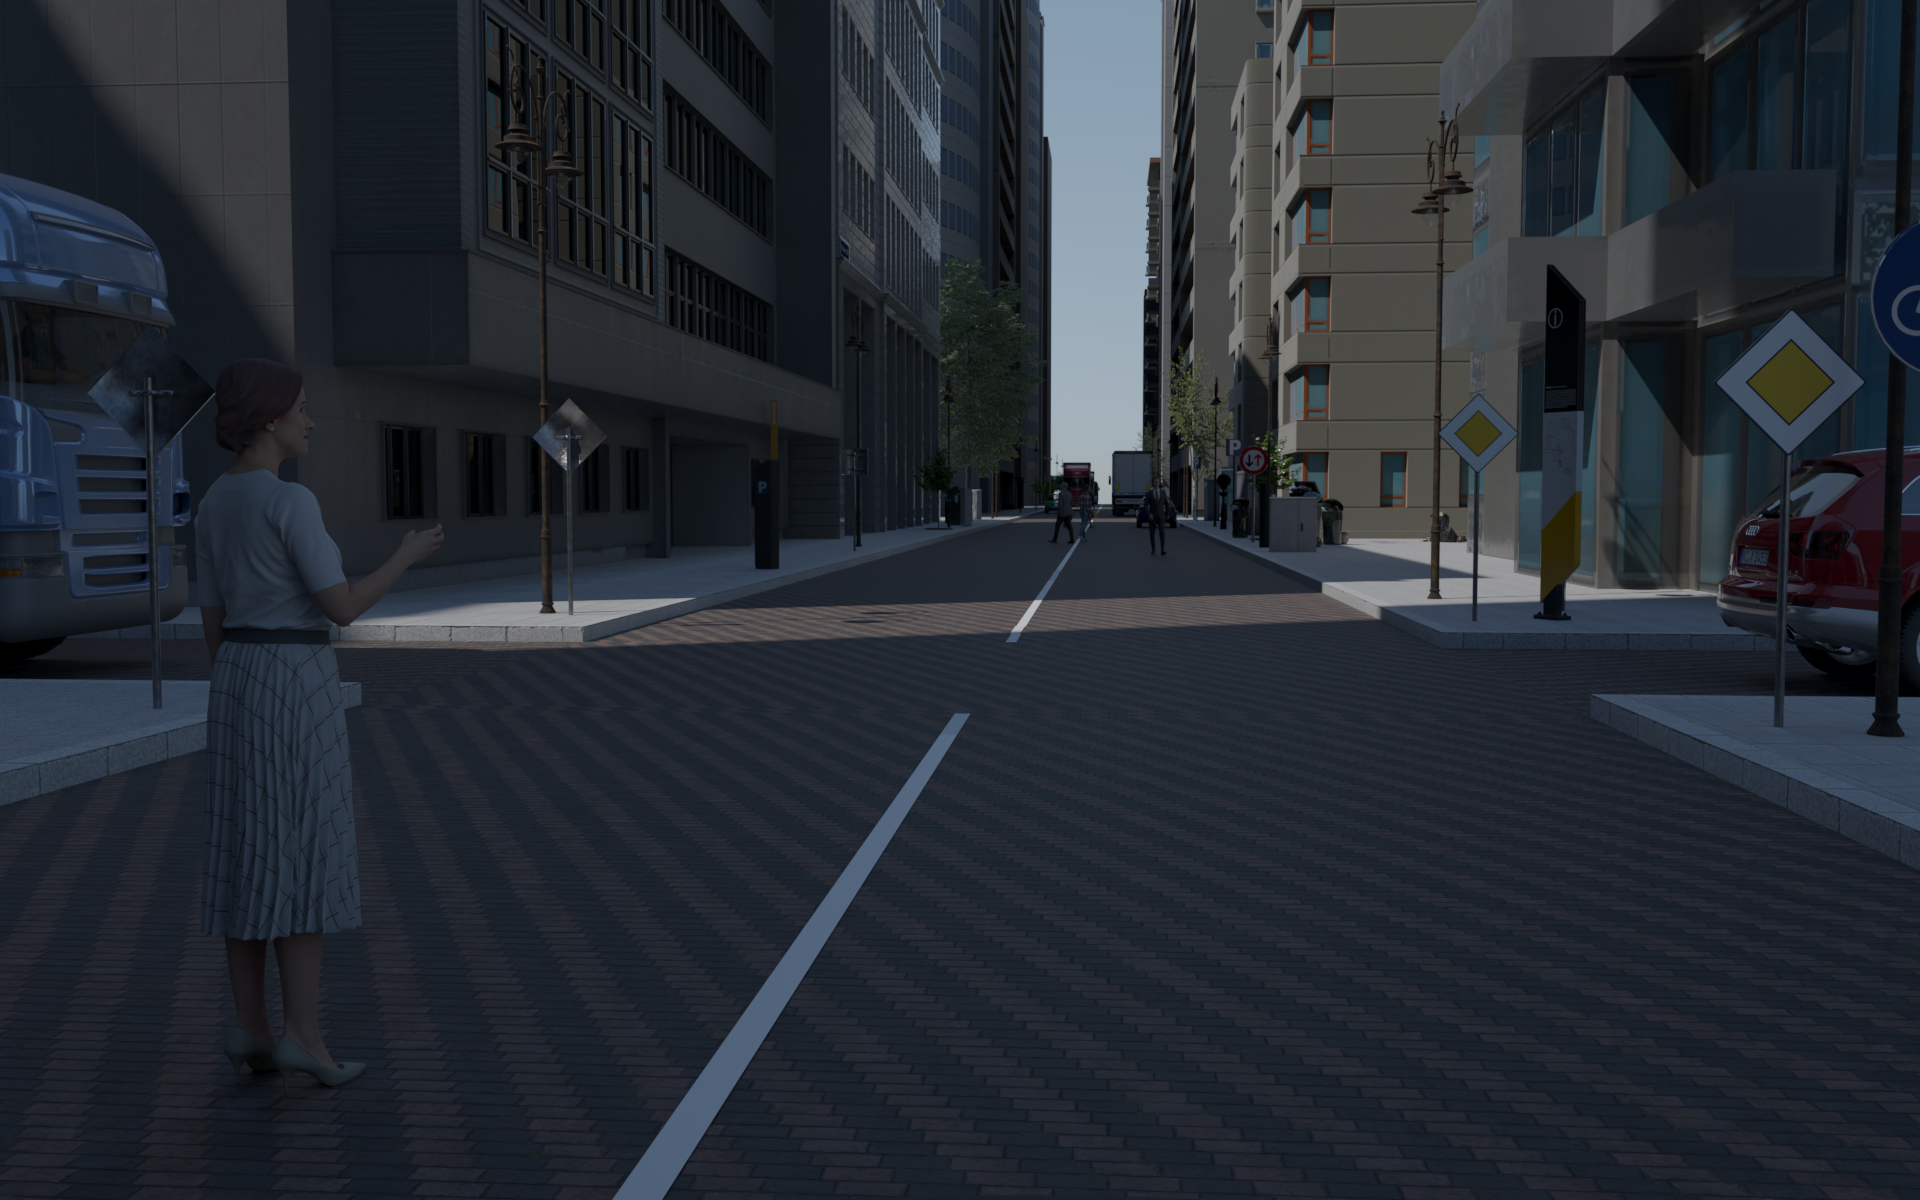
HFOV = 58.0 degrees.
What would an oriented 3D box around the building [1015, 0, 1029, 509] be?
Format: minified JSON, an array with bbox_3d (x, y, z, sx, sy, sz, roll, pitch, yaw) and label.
[{"bbox_3d":[-1.244,-30.610,150.583,14.600,45.320,14.200,0,4,5],"label":"building"}]

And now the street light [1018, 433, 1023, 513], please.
[{"bbox_3d":[4.156,-8.935,118.879,0.468,5.910,1.993,0,4,5],"label":"street light"}]

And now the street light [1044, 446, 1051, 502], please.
[{"bbox_3d":[8.203,-11.832,166.242,0.468,5.910,1.993,0,4,5],"label":"street light"}]

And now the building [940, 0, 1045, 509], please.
[{"bbox_3d":[-1.819,-39.732,191.623,21.231,58.520,28.212,0,4,5],"label":"building"}]

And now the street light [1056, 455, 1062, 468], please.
[{"bbox_3d":[11.291,-13.996,201.615,0.468,5.910,1.993,0,4,5],"label":"street light"}]

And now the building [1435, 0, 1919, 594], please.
[{"bbox_3d":[22.897,-24.816,25.351,30.456,49.044,23.786,0,4,5],"label":"building"}]

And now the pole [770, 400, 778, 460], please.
[{"bbox_3d":[-4.033,-2.678,37.633,0.158,3.312,0.155,0,3,0],"label":"pole"}]

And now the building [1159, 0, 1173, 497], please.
[{"bbox_3d":[32.734,-39.749,191.896,21.231,58.520,28.212,0,4,5],"label":"building"}]

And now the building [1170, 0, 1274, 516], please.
[{"bbox_3d":[26.632,-30.789,127.100,21.300,48.544,21.600,0,4,5],"label":"building"}]

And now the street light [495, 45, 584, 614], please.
[{"bbox_3d":[-4.436,-2.793,18.458,0.468,5.910,1.993,0,4,5],"label":"street light"}]

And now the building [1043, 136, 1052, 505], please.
[{"bbox_3d":[4.092,-34.413,212.762,14.600,45.320,14.200,0,4,5],"label":"building"}]

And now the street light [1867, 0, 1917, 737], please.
[{"bbox_3d":[4.928,-2.217,9.043,0.468,5.910,1.993,0,4,5],"label":"street light"}]

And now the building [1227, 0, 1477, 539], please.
[{"bbox_3d":[24.667,-13.294,62.391,27.650,21.520,28.899,0,4,5],"label":"building"}]

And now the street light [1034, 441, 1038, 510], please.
[{"bbox_3d":[6.267,-10.384,142.560,0.468,5.910,1.993,0,4,5],"label":"street light"}]

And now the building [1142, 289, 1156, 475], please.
[{"bbox_3d":[32.648,-28.821,242.916,14.160,30.474,14.107,0,4,5],"label":"building"}]

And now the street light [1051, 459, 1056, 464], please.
[{"bbox_3d":[9.294,-12.550,177.976,0.468,5.910,1.993,0,4,5],"label":"street light"}]

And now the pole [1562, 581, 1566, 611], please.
[{"bbox_3d":[6.592,-1.539,19.009,0.158,3.312,0.155,0,3,0],"label":"pole"}]

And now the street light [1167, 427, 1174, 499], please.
[{"bbox_3d":[14.545,-8.996,119.866,0.468,5.910,1.993,0,4,5],"label":"street light"}]

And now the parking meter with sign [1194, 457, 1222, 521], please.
[{"bbox_3d":[12.007,-5.265,82.341,1.738,3.016,0.543,-1,4,-21],"label":"parking meter with sign"}]

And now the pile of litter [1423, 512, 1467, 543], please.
[{"bbox_3d":[13.047,-1.983,46.379,1.176,0.858,1.719,-1,4,-10],"label":"pile of litter"}]

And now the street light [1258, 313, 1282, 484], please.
[{"bbox_3d":[7.950,-4.387,44.519,0.468,5.910,1.993,0,4,5],"label":"street light"}]

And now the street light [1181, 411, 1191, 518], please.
[{"bbox_3d":[12.481,-7.550,96.237,0.468,5.910,1.993,0,4,5],"label":"street light"}]

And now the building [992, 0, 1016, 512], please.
[{"bbox_3d":[-6.984,-31.112,132.389,21.300,48.544,21.600,0,4,5],"label":"building"}]

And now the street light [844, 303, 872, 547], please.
[{"bbox_3d":[-2.468,-4.232,41.973,0.468,5.910,1.993,0,4,5],"label":"street light"}]

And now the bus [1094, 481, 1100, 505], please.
[{"bbox_3d":[17.816,-14.915,238.712,2.948,3.499,13.247,0,4,5],"label":"bus"}]

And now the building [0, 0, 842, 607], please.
[{"bbox_3d":[-11.613,-13.150,34.065,14.314,24.678,30.058,0,4,5],"label":"building"}]

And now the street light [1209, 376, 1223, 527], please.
[{"bbox_3d":[10.039,-5.825,68.024,0.468,5.910,1.993,0,4,5],"label":"street light"}]

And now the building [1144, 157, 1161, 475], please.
[{"bbox_3d":[34.797,-34.627,220.768,22.147,44.769,28.867,0,4,5],"label":"building"}]

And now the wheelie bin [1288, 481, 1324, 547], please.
[{"bbox_3d":[8.342,-2.075,41.838,0.693,1.594,0.980,-3,5,-39],"label":"wheelie bin"}]

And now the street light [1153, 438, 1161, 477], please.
[{"bbox_3d":[16.430,-10.434,143.388,0.468,5.910,1.993,0,4,5],"label":"street light"}]

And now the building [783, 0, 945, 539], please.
[{"bbox_3d":[-7.515,-17.495,63.543,11.434,29.767,29.804,0,4,5],"label":"building"}]

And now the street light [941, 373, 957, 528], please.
[{"bbox_3d":[-0.424,-5.708,66.111,0.468,5.910,1.993,0,4,5],"label":"street light"}]

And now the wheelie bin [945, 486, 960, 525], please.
[{"bbox_3d":[-0.185,-3.881,71.360,0.693,1.594,0.980,-1,4,-23],"label":"wheelie bin"}]

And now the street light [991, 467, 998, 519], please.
[{"bbox_3d":[2.003,-7.459,94.745,0.468,5.910,1.993,0,4,5],"label":"street light"}]

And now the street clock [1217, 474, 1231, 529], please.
[{"bbox_3d":[9.574,-3.567,62.883,0.471,2.002,0.358,3,4,38],"label":"street clock"}]

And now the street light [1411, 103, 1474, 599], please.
[{"bbox_3d":[5.809,-2.950,21.019,0.468,5.910,1.993,0,4,5],"label":"street light"}]

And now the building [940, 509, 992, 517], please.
[{"bbox_3d":[-9.372,-34.577,107.338,21.231,58.520,28.212,0,4,5],"label":"building"}]

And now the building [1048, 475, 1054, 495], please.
[{"bbox_3d":[2.229,-48.399,229.571,20.563,71.187,20.611,0,4,5],"label":"building"}]

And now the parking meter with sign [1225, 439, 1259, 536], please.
[{"bbox_3d":[8.946,-3.528,53.949,0.543,3.016,1.738,-1,4,-21],"label":"parking meter with sign"}]
